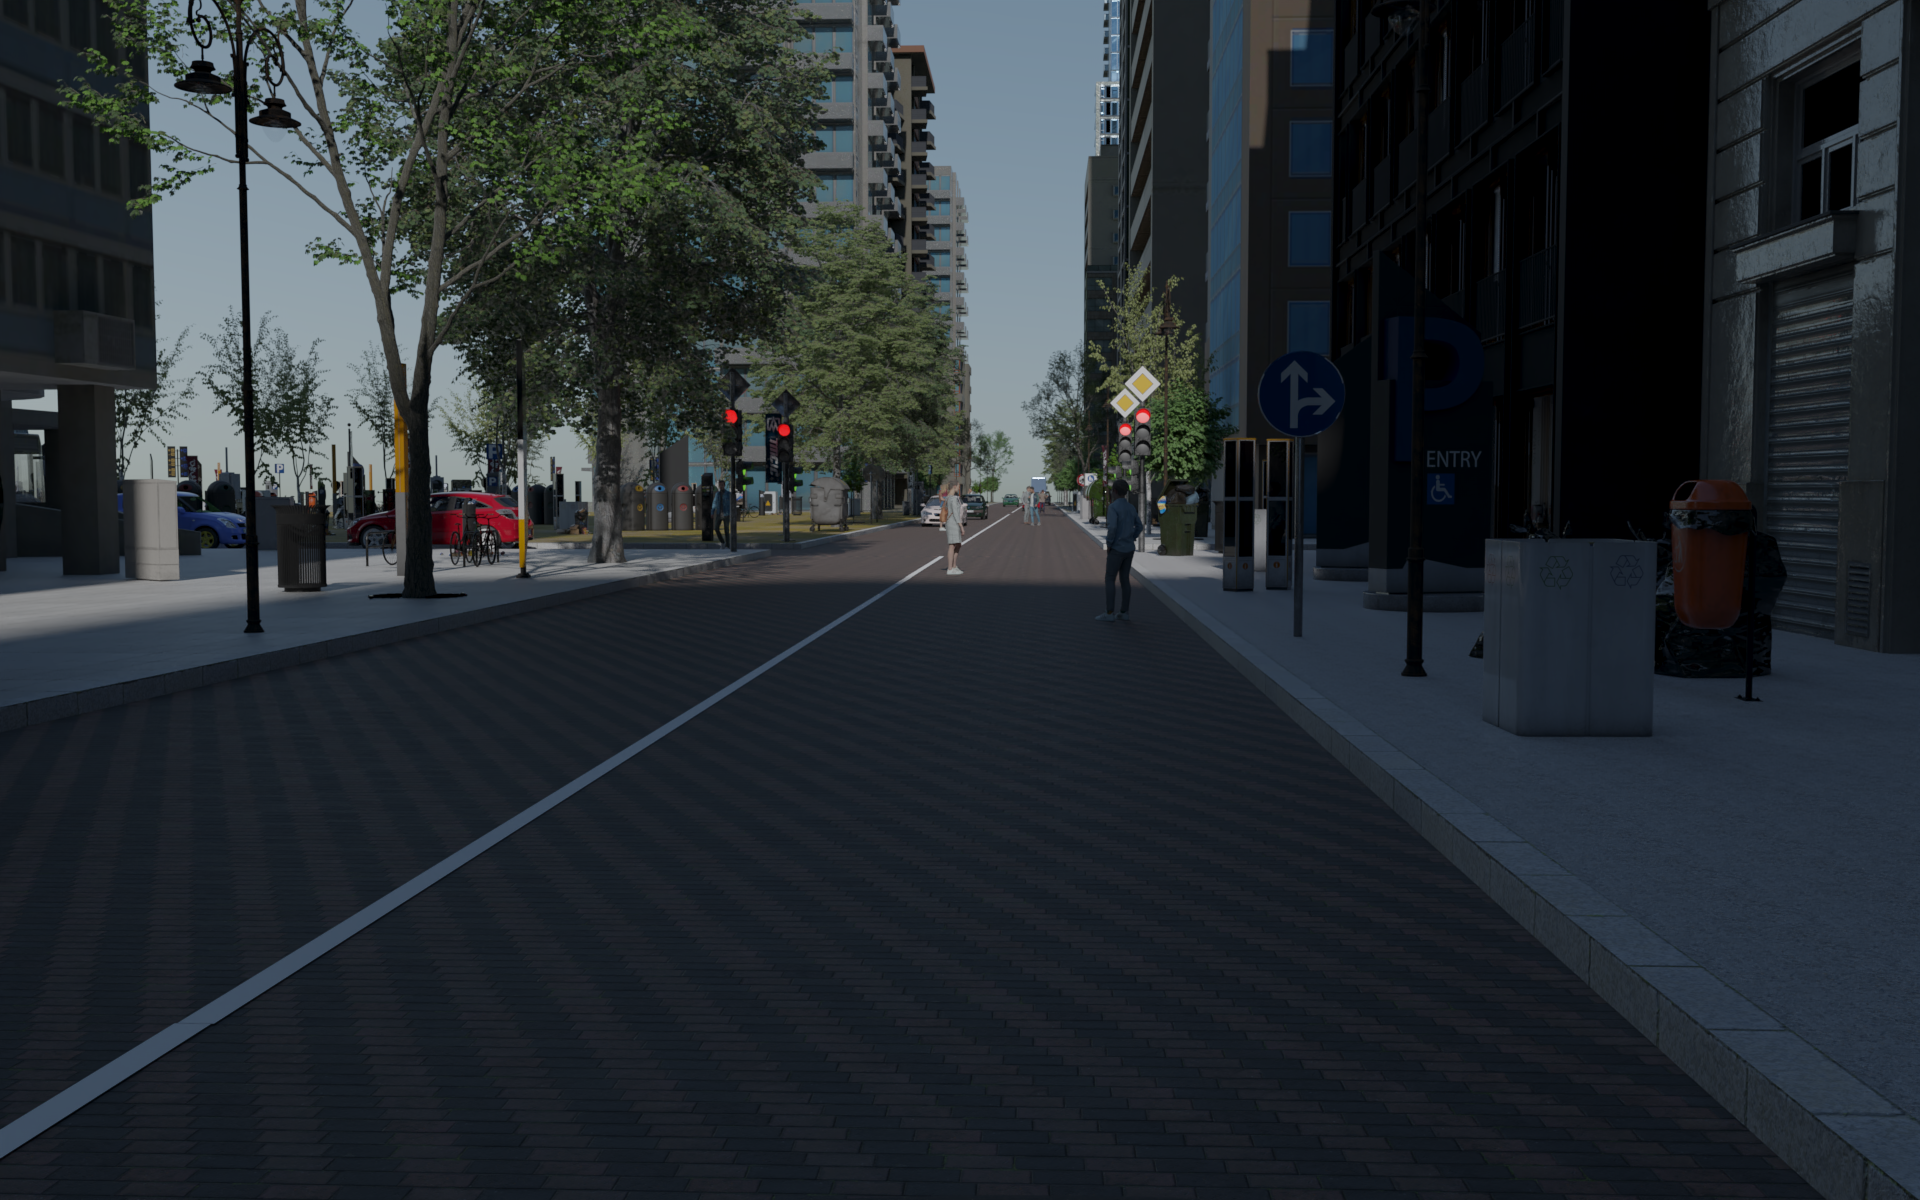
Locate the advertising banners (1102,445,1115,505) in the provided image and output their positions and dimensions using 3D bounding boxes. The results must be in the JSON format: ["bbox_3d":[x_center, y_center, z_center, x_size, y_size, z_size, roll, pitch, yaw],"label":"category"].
[{"bbox_3d":[5.510,-4.052,62.430,0.090,3.025,2.074,2,4,28],"label":"advertising banners"}]

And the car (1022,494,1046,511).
[{"bbox_3d":[6.141,-8.350,145.566,2.155,1.783,4.494,0,4,4],"label":"car"}]

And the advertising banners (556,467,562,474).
[{"bbox_3d":[-25.953,-6.935,109.579,0.090,3.025,2.074,3,4,37],"label":"advertising banners"}]

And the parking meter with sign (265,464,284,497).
[{"bbox_3d":[-39.719,-6.344,99.978,1.738,3.016,0.543,3,4,37],"label":"parking meter with sign"}]

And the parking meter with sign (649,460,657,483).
[{"bbox_3d":[-14.814,-5.571,87.353,1.738,3.016,0.543,2,4,30],"label":"parking meter with sign"}]

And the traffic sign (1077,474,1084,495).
[{"bbox_3d":[7.801,-6.707,109.759,0.768,2.556,0.104,1,4,12],"label":"traffic sign"}]

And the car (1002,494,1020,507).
[{"bbox_3d":[5.762,-11.242,195.600,2.131,1.459,4.920,0,4,2],"label":"car"}]

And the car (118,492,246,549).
[{"bbox_3d":[-19.900,-2.111,44.109,3.694,1.707,1.945,0,4,3],"label":"car"}]

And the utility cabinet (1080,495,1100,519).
[{"bbox_3d":[6.614,-4.696,87.937,1.020,1.237,0.306,-1,4,-19],"label":"utility cabinet"}]

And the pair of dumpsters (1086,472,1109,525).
[{"bbox_3d":[6.183,-4.357,73.730,1.574,2.255,4.437,0,4,3],"label":"pair of dumpsters"}]

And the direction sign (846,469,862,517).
[{"bbox_3d":[-6.125,-6.459,97.605,0.876,3.537,0.379,-1,4,-19],"label":"direction sign"}]

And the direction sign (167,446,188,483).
[{"bbox_3d":[-36.972,-5.500,81.916,0.876,3.537,0.379,-1,4,-17],"label":"direction sign"}]

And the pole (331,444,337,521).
[{"bbox_3d":[-25.646,-4.719,70.993,0.158,3.312,0.155,0,3,0],"label":"pole"}]

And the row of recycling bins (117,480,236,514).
[{"bbox_3d":[-23.309,-2.694,51.166,3.534,1.692,1.069,-1,4,-23],"label":"row of recycling bins"}]

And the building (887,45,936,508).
[{"bbox_3d":[-13.808,-31.383,167.731,22.147,44.769,28.867,0,4,3],"label":"building"}]

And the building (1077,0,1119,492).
[{"bbox_3d":[29.271,-58.027,261.406,22.319,86.520,31.000,0,4,3],"label":"building"}]

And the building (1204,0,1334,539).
[{"bbox_3d":[15.550,-24.735,54.526,14.200,45.320,14.600,0,4,3],"label":"building"}]

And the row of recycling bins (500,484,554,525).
[{"bbox_3d":[-18.217,-4.037,73.112,3.534,1.692,1.069,2,4,26],"label":"row of recycling bins"}]

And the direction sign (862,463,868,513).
[{"bbox_3d":[-6.835,-7.835,120.095,0.876,3.537,0.379,0,4,-1],"label":"direction sign"}]

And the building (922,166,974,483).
[{"bbox_3d":[-10.137,-38.739,252.994,23.786,49.044,30.456,0,4,3],"label":"building"}]

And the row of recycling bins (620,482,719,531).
[{"bbox_3d":[-10.242,-3.295,60.990,3.534,1.692,1.069,-2,4,-24],"label":"row of recycling bins"}]

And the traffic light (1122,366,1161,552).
[{"bbox_3d":[3.979,-3.004,38.043,0.839,4.253,0.868,0,4,3],"label":"traffic light"}]

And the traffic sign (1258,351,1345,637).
[{"bbox_3d":[3.042,-0.942,15.512,0.768,2.556,0.104,0,4,5],"label":"traffic sign"}]

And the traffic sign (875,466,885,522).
[{"bbox_3d":[-3.750,-4.778,78.220,0.768,2.556,0.104,1,4,10],"label":"traffic sign"}]

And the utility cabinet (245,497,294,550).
[{"bbox_3d":[-15.799,-1.744,39.675,1.020,1.237,0.306,0,4,0],"label":"utility cabinet"}]

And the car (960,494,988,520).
[{"bbox_3d":[0.639,-5.385,97.827,2.009,1.686,4.222,0,4,4],"label":"car"}]

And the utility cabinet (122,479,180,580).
[{"bbox_3d":[-12.044,-1.047,25.800,1.173,1.500,0.318,3,5,42],"label":"utility cabinet"}]

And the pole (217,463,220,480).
[{"bbox_3d":[-47.974,-7.238,112.182,0.158,3.312,0.155,0,3,0],"label":"pole"}]

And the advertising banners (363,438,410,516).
[{"bbox_3d":[-17.704,-3.515,53.665,0.090,3.025,2.074,3,4,38],"label":"advertising banners"}]

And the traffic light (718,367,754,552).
[{"bbox_3d":[-5.023,-3.029,38.451,0.839,4.253,0.868,0,4,3],"label":"traffic light"}]

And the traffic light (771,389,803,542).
[{"bbox_3d":[-4.646,-3.517,46.428,0.839,4.253,0.868,0,4,3],"label":"traffic light"}]

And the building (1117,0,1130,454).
[{"bbox_3d":[25.109,-45.481,181.872,20.563,71.187,20.611,0,4,3],"label":"building"}]

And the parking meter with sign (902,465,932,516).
[{"bbox_3d":[-2.569,-6.581,103.860,1.738,3.016,0.543,-1,4,-18],"label":"parking meter with sign"}]

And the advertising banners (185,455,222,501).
[{"bbox_3d":[-33.985,-5.040,78.588,2.074,3.025,0.090,-1,4,-19],"label":"advertising banners"}]

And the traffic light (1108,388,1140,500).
[{"bbox_3d":[4.356,-3.492,46.020,0.839,4.253,0.868,0,4,3],"label":"traffic light"}]

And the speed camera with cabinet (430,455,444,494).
[{"bbox_3d":[-27.214,-5.713,87.748,2.038,3.252,0.660,-1,4,-20],"label":"speed camera with cabinet"}]

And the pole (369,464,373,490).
[{"bbox_3d":[-40.274,-7.619,118.409,0.158,3.312,0.155,0,3,0],"label":"pole"}]

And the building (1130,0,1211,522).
[{"bbox_3d":[19.751,-28.335,86.986,21.300,48.544,21.600,0,4,3],"label":"building"}]

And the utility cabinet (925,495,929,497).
[{"bbox_3d":[-2.553,-6.574,118.643,0.306,1.237,1.020,3,4,36],"label":"utility cabinet"}]

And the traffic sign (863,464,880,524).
[{"bbox_3d":[-3.810,-4.540,74.328,0.768,2.556,0.104,1,4,10],"label":"traffic sign"}]

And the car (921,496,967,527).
[{"bbox_3d":[-0.676,-3.967,77.214,2.083,1.381,4.827,0,4,3],"label":"car"}]

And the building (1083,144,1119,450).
[{"bbox_3d":[27.777,-37.426,235.611,21.300,48.544,21.600,0,4,3],"label":"building"}]

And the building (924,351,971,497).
[{"bbox_3d":[-12.920,-23.197,224.310,27.650,21.520,28.899,0,4,3],"label":"building"}]

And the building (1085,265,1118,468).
[{"bbox_3d":[22.793,-27.331,218.557,14.160,30.474,14.107,0,4,3],"label":"building"}]

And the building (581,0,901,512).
[{"bbox_3d":[-16.415,-31.676,137.506,23.786,49.044,30.456,0,4,3],"label":"building"}]

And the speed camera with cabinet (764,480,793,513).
[{"bbox_3d":[-12.093,-7.355,114.585,2.038,3.252,0.660,1,4,10],"label":"speed camera with cabinet"}]

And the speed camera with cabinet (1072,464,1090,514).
[{"bbox_3d":[8.056,-7.323,114.075,0.660,3.252,2.038,-1,4,-20],"label":"speed camera with cabinet"}]

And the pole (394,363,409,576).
[{"bbox_3d":[-8.726,-2.033,27.077,0.158,3.312,0.155,0,3,0],"label":"pole"}]

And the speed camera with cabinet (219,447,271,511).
[{"bbox_3d":[-30.225,-4.823,73.196,2.038,3.252,0.660,1,4,9],"label":"speed camera with cabinet"}]

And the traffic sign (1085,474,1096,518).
[{"bbox_3d":[6.537,-5.157,86.447,0.606,2.300,0.079,1,4,12],"label":"traffic sign"}]

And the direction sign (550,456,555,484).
[{"bbox_3d":[-24.601,-6.892,104.681,0.379,3.537,0.876,-2,4,-30],"label":"direction sign"}]

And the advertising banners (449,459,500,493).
[{"bbox_3d":[-18.659,-4.306,66.597,2.074,3.025,0.090,-1,4,-15],"label":"advertising banners"}]

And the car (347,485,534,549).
[{"bbox_3d":[-12.754,-2.042,42.431,4.494,1.783,2.155,0,4,4],"label":"car"}]

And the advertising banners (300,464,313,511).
[{"bbox_3d":[-37.680,-6.344,99.910,0.090,3.025,2.074,0,4,0],"label":"advertising banners"}]

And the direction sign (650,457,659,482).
[{"bbox_3d":[-18.596,-6.941,105.487,0.876,3.537,0.379,3,5,43],"label":"direction sign"}]

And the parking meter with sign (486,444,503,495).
[{"bbox_3d":[-15.948,-3.844,59.113,0.543,3.016,1.738,-1,4,-10],"label":"parking meter with sign"}]
